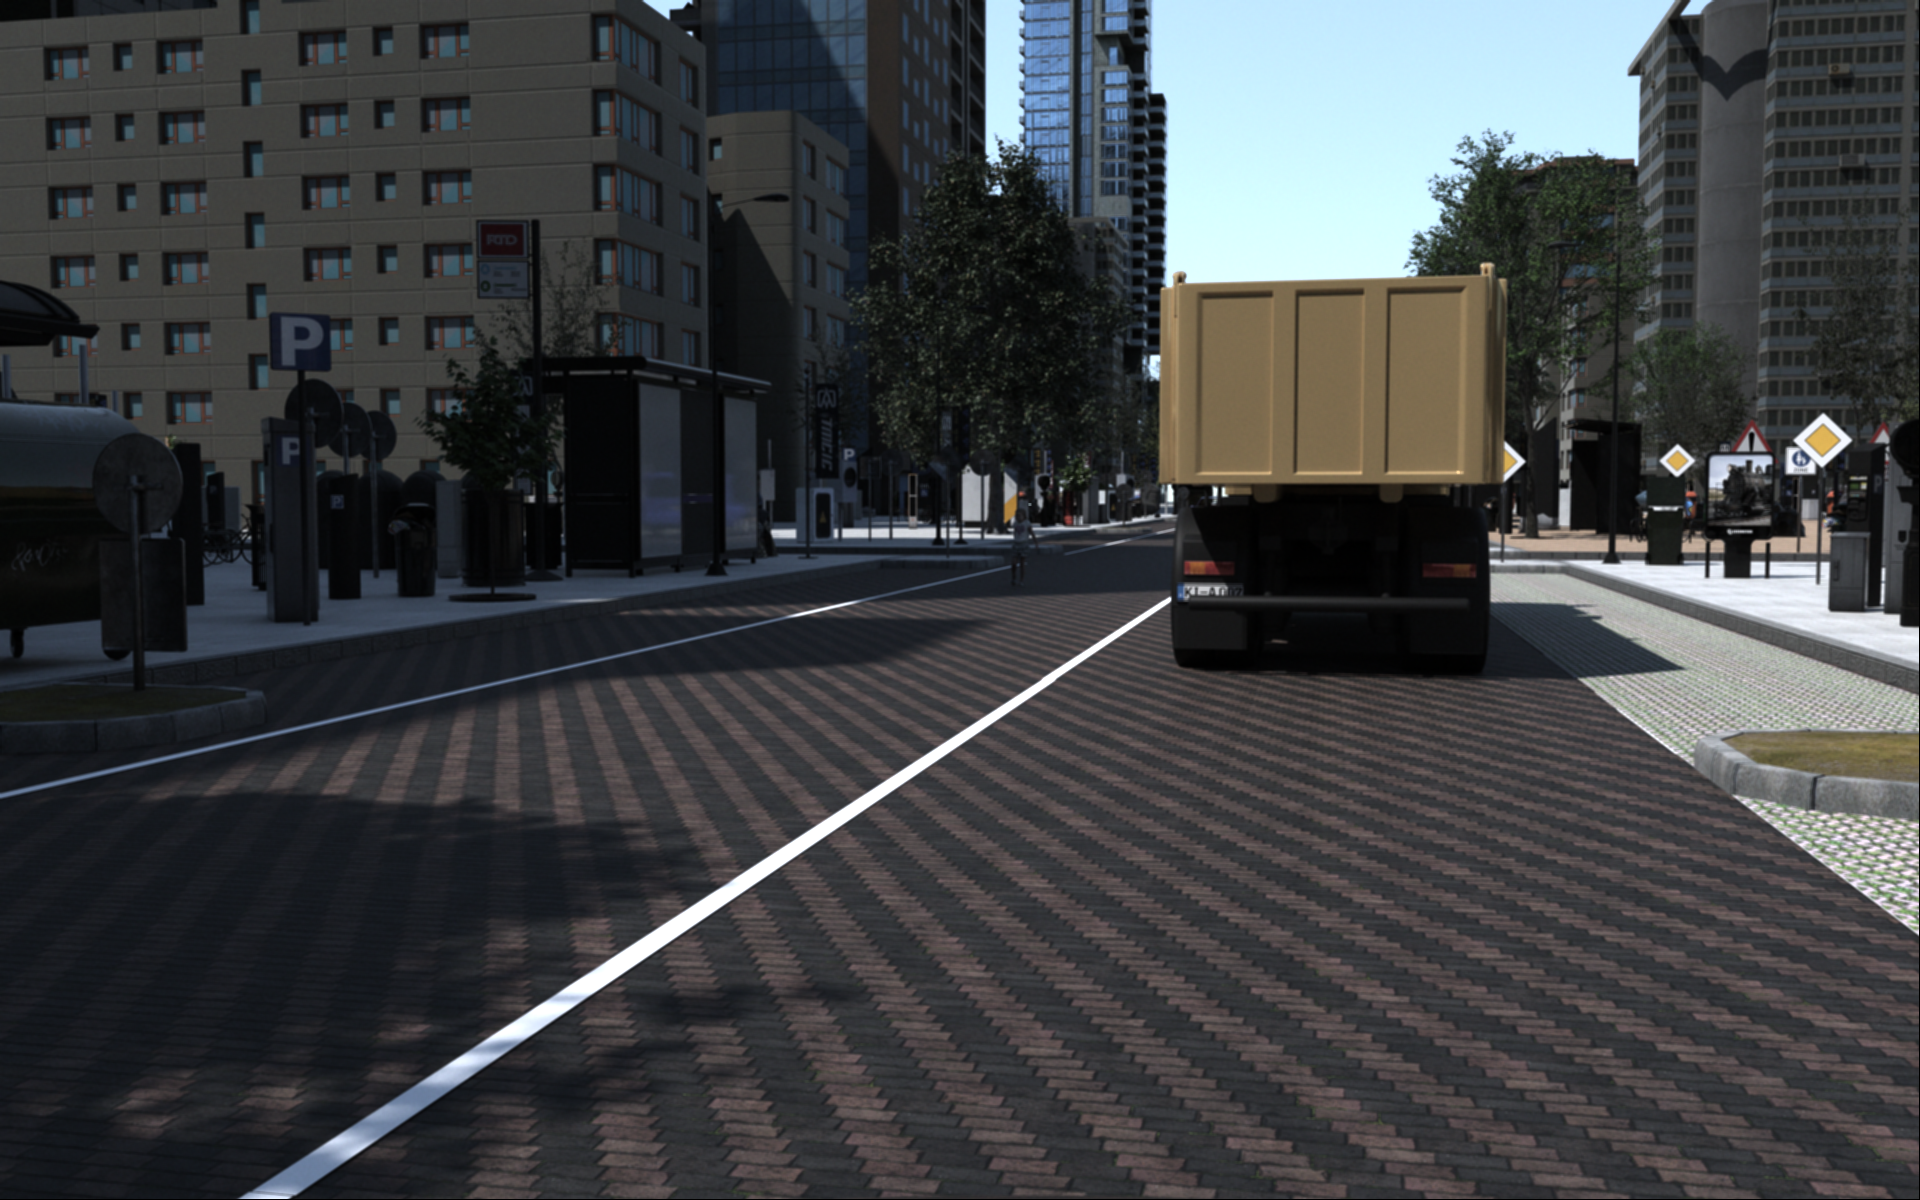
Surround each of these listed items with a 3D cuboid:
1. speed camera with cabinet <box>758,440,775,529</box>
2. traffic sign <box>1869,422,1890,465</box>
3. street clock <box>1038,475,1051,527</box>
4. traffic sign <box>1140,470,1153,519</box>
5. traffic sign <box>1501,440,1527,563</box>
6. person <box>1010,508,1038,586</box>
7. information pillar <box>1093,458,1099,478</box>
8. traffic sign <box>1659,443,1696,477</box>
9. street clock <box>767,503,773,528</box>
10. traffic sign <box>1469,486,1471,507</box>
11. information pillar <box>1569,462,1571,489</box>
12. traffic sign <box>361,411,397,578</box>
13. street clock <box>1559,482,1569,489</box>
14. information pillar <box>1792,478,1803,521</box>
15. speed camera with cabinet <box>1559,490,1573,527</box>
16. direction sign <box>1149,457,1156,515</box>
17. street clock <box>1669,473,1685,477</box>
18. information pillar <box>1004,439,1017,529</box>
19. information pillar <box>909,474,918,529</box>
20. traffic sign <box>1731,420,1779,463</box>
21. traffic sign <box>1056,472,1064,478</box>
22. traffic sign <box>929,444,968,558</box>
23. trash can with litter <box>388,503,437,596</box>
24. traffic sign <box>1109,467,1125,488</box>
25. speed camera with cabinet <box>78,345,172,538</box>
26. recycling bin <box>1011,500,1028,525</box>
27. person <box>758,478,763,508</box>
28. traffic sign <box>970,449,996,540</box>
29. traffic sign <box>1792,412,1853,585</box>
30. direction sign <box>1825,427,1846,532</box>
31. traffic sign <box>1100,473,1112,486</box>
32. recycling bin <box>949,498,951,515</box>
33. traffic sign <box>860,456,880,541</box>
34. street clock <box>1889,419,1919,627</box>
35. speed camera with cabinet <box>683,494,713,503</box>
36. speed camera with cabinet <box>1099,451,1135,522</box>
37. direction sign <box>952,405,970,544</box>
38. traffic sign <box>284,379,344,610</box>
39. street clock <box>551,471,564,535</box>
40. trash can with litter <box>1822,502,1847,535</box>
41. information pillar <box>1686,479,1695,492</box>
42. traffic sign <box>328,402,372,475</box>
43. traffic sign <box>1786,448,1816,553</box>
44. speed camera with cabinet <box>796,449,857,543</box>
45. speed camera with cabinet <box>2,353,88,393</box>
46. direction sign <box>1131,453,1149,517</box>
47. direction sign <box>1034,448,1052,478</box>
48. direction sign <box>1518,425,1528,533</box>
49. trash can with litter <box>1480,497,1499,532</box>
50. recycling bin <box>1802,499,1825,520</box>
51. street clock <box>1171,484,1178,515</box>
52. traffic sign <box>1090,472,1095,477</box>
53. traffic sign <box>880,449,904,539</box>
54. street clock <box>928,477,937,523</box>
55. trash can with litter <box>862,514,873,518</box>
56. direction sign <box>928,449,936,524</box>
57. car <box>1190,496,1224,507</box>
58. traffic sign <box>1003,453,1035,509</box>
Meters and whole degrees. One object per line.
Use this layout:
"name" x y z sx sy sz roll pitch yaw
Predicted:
"speed camera with cabinet" -7.381 -4.232 63.530 0.660 3.252 2.038 -2 4 -25
"traffic sign" 16.686 -1.919 31.383 0.884 2.594 0.081 1 4 17
"street clock" 3.271 -3.840 67.358 0.471 2.002 0.358 -3 4 -36
"traffic sign" 9.719 -5.546 90.775 0.768 2.556 0.104 1 4 21
"traffic sign" 10.167 -1.760 32.413 0.795 2.450 0.064 1 4 12
"person" 1.005 -0.827 27.029 0.505 1.210 0.382 1 4 23
"information pillar" 8.809 -7.403 112.401 0.504 3.616 0.183 -2 4 -35
"traffic sign" 16.353 -2.346 39.539 0.795 2.450 0.064 1 4 17
"street clock" -7.173 -3.715 65.303 0.358 2.002 0.471 -2 4 -25
"traffic sign" 11.835 -2.237 40.223 0.795 2.450 0.064 1 4 12
"information pillar" 37.076 -6.926 104.598 0.504 3.616 0.183 2 4 23
"traffic sign" -8.942 -1.611 26.450 0.768 2.556 0.104 1 4 18
"street clock" 36.255 -6.082 104.007 0.471 2.002 0.358 0 4 -5
"information pillar" 38.459 -4.590 79.544 0.304 2.012 0.304 -2 4 -31
"speed camera with cabinet" 24.105 -4.475 67.502 2.038 3.252 0.660 -3 5 -41
"direction sign" 11.547 -6.955 105.706 0.876 3.537 0.379 -1 4 -21
"street clock" 22.645 -3.071 54.780 0.358 2.002 0.471 -1 4 -20
"information pillar" 1.864 -4.452 64.149 0.504 3.616 0.183 1 4 11
"information pillar" -1.724 -3.629 63.818 0.304 2.012 0.304 0 4 5
"traffic sign" 13.852 -1.858 30.374 0.884 2.594 0.081 1 4 18
"traffic sign" 4.571 -4.637 76.994 0.795 2.450 0.064 1 4 14
"traffic sign" -0.239 -1.896 34.648 0.795 2.450 0.064 1 4 12
"trash can with litter" -6.972 -0.645 21.925 0.624 1.170 1.055 -2 4 -25
"traffic sign" 7.361 -4.961 81.223 0.768 2.556 0.104 1 4 15
"speed camera with cabinet" -11.722 -1.799 23.743 0.660 3.252 2.038 0 4 7
"recycling bin" 2.379 -3.655 72.313 0.722 1.027 0.722 -2 4 -29
"person" -4.953 -2.032 41.741 0.654 1.822 0.581 1 4 11
"traffic sign" 0.633 -2.970 48.660 0.768 2.556 0.104 1 4 14
"traffic sign" 12.159 -1.425 24.477 0.795 2.450 0.064 1 4 13
"direction sign" 29.634 -4.079 58.687 0.876 3.537 0.379 -1 4 -22
"traffic sign" 8.811 -6.380 104.420 0.768 2.556 0.104 1 4 14
"recycling bin" -0.450 -5.843 108.085 0.722 1.027 0.722 0 4 4
"traffic sign" -2.440 -2.740 46.921 0.606 2.300 0.079 1 4 21
"street clock" 9.231 -0.744 16.728 0.471 2.002 0.358 1 4 20
"speed camera with cabinet" -8.112 -3.630 53.691 2.038 3.252 0.660 0 3 0
"speed camera with cabinet" 7.183 -5.211 79.531 0.660 3.252 2.038 3 5 43
"direction sign" 0.020 -3.199 44.299 0.379 3.537 0.876 -2 4 -29
"traffic sign" -7.153 -1.165 19.154 0.768 2.556 0.104 1 4 17
"street clock" -12.713 -3.075 54.839 0.471 2.002 0.358 3 5 41
"trash can with litter" 12.957 -0.842 25.149 0.624 1.170 1.055 3 5 42
"information pillar" 36.319 -4.994 86.150 0.304 2.012 0.304 0 4 6
"traffic sign" -8.479 -1.459 23.964 0.768 2.556 0.104 1 4 16
"traffic sign" 18.387 -2.189 37.917 0.606 2.300 0.079 1 4 20
"speed camera with cabinet" -3.526 -3.155 45.920 0.660 3.252 2.038 2 4 32
"speed camera with cabinet" -12.981 -1.882 25.113 2.038 3.252 0.660 -2 4 -24
"direction sign" 9.890 -6.376 96.252 0.876 3.537 0.379 -1 4 -17
"direction sign" 4.039 -5.678 84.825 0.876 3.537 0.379 1 4 10
"direction sign" 18.548 -3.967 56.859 0.379 3.537 0.876 3 5 43
"trash can with litter" 17.818 -2.911 58.987 0.624 1.170 1.055 -2 4 -34
"recycling bin" 41.989 -4.455 85.397 0.722 1.027 0.722 0 4 -2
"street clock" 13.093 -6.156 105.220 0.471 2.002 0.358 -1 4 -19
"traffic sign" 7.394 -6.079 99.503 0.768 2.556 0.104 1 4 17
"traffic sign" -1.954 -2.985 48.907 0.768 2.556 0.104 1 4 19
"street clock" -1.132 -4.305 74.955 0.471 2.002 0.358 1 4 9
"trash can with litter" -5.581 -5.126 94.873 1.678 1.210 2.233 0 4 -1
"direction sign" -1.166 -4.967 73.208 0.379 3.537 0.876 0 4 4
"car" 10.411 -3.565 70.861 1.945 1.354 3.894 1 4 10
"traffic sign" 1.429 -2.374 42.457 0.795 2.450 0.064 1 4 12
